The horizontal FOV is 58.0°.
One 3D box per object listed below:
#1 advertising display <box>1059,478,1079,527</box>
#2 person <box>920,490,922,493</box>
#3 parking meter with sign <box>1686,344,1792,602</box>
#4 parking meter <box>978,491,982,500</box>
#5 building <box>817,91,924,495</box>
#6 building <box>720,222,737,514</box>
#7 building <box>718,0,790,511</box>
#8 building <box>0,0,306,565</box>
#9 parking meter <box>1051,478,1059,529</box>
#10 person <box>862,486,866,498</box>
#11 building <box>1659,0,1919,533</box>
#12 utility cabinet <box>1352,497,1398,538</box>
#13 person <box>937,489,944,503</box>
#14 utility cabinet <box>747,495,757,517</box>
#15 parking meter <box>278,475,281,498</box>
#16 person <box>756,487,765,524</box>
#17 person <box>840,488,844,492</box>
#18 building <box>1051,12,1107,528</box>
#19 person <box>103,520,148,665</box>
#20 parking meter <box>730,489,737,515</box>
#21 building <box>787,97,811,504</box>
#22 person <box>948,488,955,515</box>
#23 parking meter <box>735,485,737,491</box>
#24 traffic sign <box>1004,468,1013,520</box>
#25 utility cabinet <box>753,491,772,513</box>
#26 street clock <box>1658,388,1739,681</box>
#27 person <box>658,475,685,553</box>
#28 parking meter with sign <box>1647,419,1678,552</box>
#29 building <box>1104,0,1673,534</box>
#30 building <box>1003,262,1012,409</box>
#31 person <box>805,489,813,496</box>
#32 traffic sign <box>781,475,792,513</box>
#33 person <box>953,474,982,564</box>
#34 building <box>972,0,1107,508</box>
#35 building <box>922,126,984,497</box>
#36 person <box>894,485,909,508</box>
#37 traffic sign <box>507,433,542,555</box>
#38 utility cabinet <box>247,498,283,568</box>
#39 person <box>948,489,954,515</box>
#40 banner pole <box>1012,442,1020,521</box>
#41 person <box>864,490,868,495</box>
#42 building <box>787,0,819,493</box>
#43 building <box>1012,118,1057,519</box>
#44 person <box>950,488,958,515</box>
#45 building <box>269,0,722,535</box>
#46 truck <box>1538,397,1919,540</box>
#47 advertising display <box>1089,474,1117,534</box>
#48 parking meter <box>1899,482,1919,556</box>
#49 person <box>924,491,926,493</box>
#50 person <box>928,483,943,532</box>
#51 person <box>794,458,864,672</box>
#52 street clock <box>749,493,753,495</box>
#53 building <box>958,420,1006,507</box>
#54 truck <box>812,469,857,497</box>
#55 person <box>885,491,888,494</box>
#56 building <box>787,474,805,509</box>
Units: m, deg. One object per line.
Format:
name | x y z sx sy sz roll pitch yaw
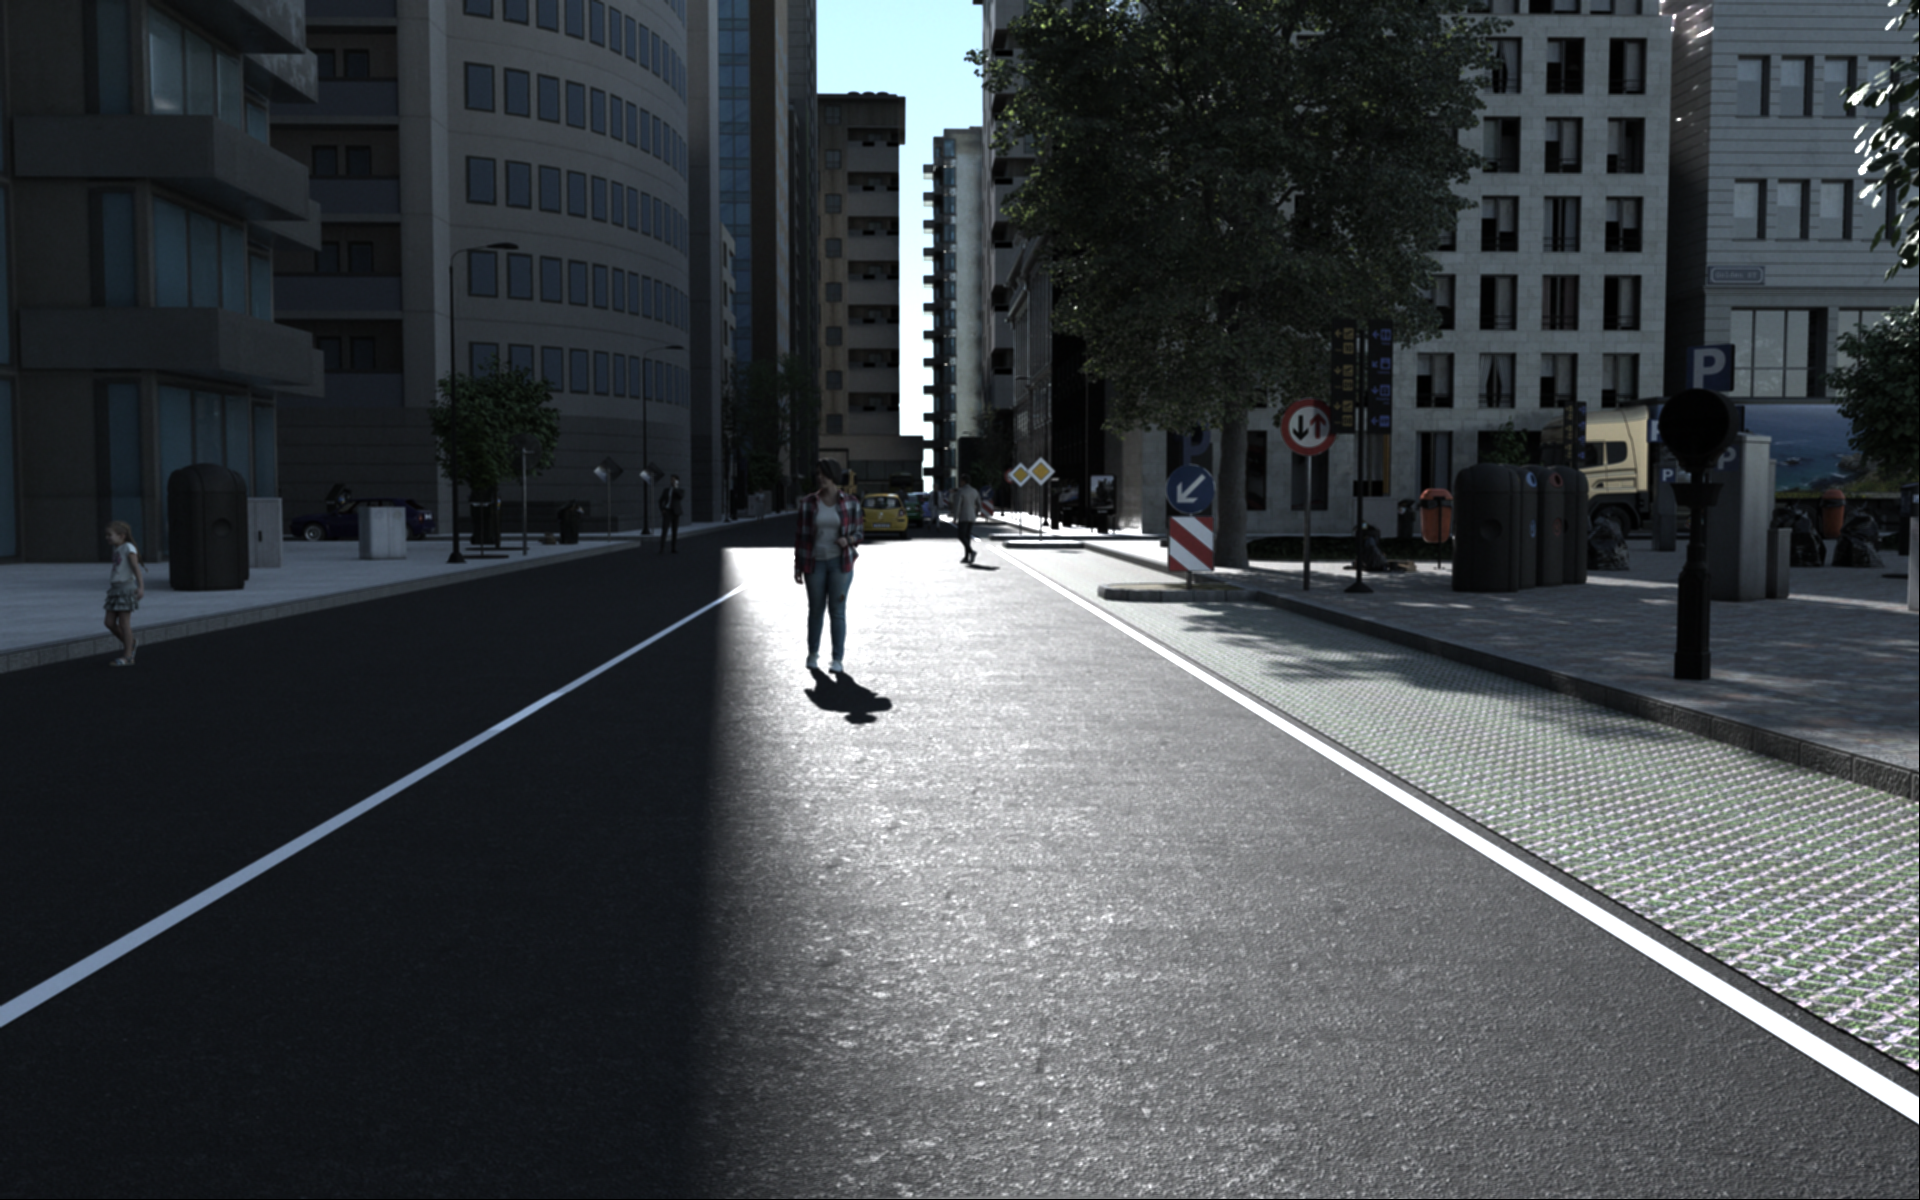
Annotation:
advertising display | 4.213 -3.854 68.227 0.974 1.923 0.123 0 4 -8
person | -3.897 -10.197 175.088 0.709 1.838 0.599 1 4 14
parking meter with sign | 9.427 -1.505 20.868 1.738 3.016 0.543 -3 4 -39
parking meter | 1.399 -7.108 124.618 0.372 1.533 0.369 0 3 0
building | -18.680 -39.022 227.247 27.495 52.752 28.713 0 4 -2
building | -28.734 -15.842 104.055 27.650 21.520 28.899 0 4 -2
building | -20.762 -29.674 135.286 14.600 45.320 14.200 0 4 -2
building | -28.848 -25.125 30.395 30.456 49.044 23.786 0 4 -2
parking meter | 3.448 -3.495 62.855 0.255 1.863 0.399 1 4 12
person | -5.036 -5.022 90.496 0.818 1.842 0.514 -1 4 -15
building | 38.441 -17.335 60.925 29.804 29.767 11.434 0 4 -2
utility cabinet | 9.637 -1.778 40.225 1.020 1.237 0.306 1 4 14
person | -1.508 -6.744 119.043 0.678 1.792 0.850 -2 4 -30
utility cabinet | -12.056 -5.351 98.647 1.020 1.237 0.306 -3 5 -41
parking meter | -17.712 -2.380 44.629 0.399 1.863 0.255 -1 4 -12
person | -9.505 -4.498 82.606 0.480 1.755 0.524 -2 4 -26
person | -6.828 -5.621 100.748 0.721 1.781 0.623 1 4 11
building | 10.717 -14.908 73.424 12.332 23.373 15.834 0 4 -2
person | -6.965 -0.064 14.561 0.505 1.210 0.382 3 4 36
parking meter | -12.529 -5.340 95.719 0.372 1.533 0.369 0 3 0
building | -22.436 -29.978 173.740 14.154 41.232 14.086 0 4 -2
person | -0.500 -6.677 117.767 0.767 1.812 0.694 0 4 -7
parking meter | -13.728 -6.160 106.421 0.399 1.863 0.255 1 4 13
traffic sign | 2.570 -5.229 85.597 0.768 2.556 0.104 0 4 -2
utility cabinet | -13.091 -6.490 114.796 1.173 1.500 0.318 -2 4 -26
street clock | 5.089 -0.453 11.979 0.471 2.002 0.358 3 5 40
person | -6.989 -2.088 42.008 0.648 1.900 0.474 -1 4 -13
parking meter with sign | 16.010 -2.638 39.387 0.543 3.016 1.738 1 4 13
building | 14.045 -12.567 60.224 16.860 20.320 10.420 0 4 -2
building | 10.276 -16.888 117.915 13.314 21.916 24.055 0 4 -2
person | -8.952 -5.732 102.793 0.524 1.755 0.480 0 4 2
traffic sign | -11.772 -7.185 117.576 0.768 2.556 0.104 0 4 -1
person | 0.186 -1.675 35.734 0.661 1.843 0.795 -3 4 -36
building | 16.028 -34.890 159.686 28.713 52.752 27.495 0 4 -2
building | 10.376 -37.050 225.377 30.456 49.044 23.786 0 4 -2
person | -2.355 -3.693 69.054 0.592 1.802 0.473 3 5 39
traffic sign | -9.120 -2.209 36.227 0.768 2.556 0.104 0 3 0
utility cabinet | -12.331 -1.157 30.086 1.020 1.237 0.306 -1 4 -10
person | -0.538 -6.283 111.711 0.515 1.767 0.782 0 4 8
banner pole | 2.633 -5.724 83.612 0.401 3.779 0.863 1 4 18
person | -4.208 -4.128 77.804 0.330 1.601 0.589 0 4 3
building | -26.560 -46.144 192.709 20.611 71.187 20.563 0 4 -2
building | 10.360 -15.387 93.376 13.314 21.916 24.055 0 4 -2
person | -0.270 -6.119 108.812 0.850 1.792 0.678 -2 4 -31
building | -21.394 -32.089 66.659 21.231 58.520 28.212 0 4 -2
truck | 22.271 -3.808 51.167 11.283 4.237 2.839 0 4 -1
advertising display | 4.660 -3.135 56.472 0.974 1.923 0.123 3 4 38
parking meter | 19.832 -1.697 36.161 0.372 1.533 0.369 0 3 0
person | -3.926 -11.677 200.131 1.217 1.735 0.721 3 5 44
person | -0.952 -3.494 65.501 0.514 1.842 0.818 -2 4 -28
person | -1.062 -0.290 14.077 0.563 1.720 0.643 0 4 3
street clock | -13.893 -6.780 115.420 0.471 2.002 0.358 -1 4 -17
building | 11.390 -53.519 187.712 22.319 86.520 31.000 0 4 -2
truck | -9.644 -8.591 136.388 3.469 3.379 9.791 0 4 -1
person | -6.888 -9.185 159.195 0.721 1.766 1.217 -2 4 -24
building | -30.338 -28.290 154.422 32.217 40.220 23.993 0 4 -2
